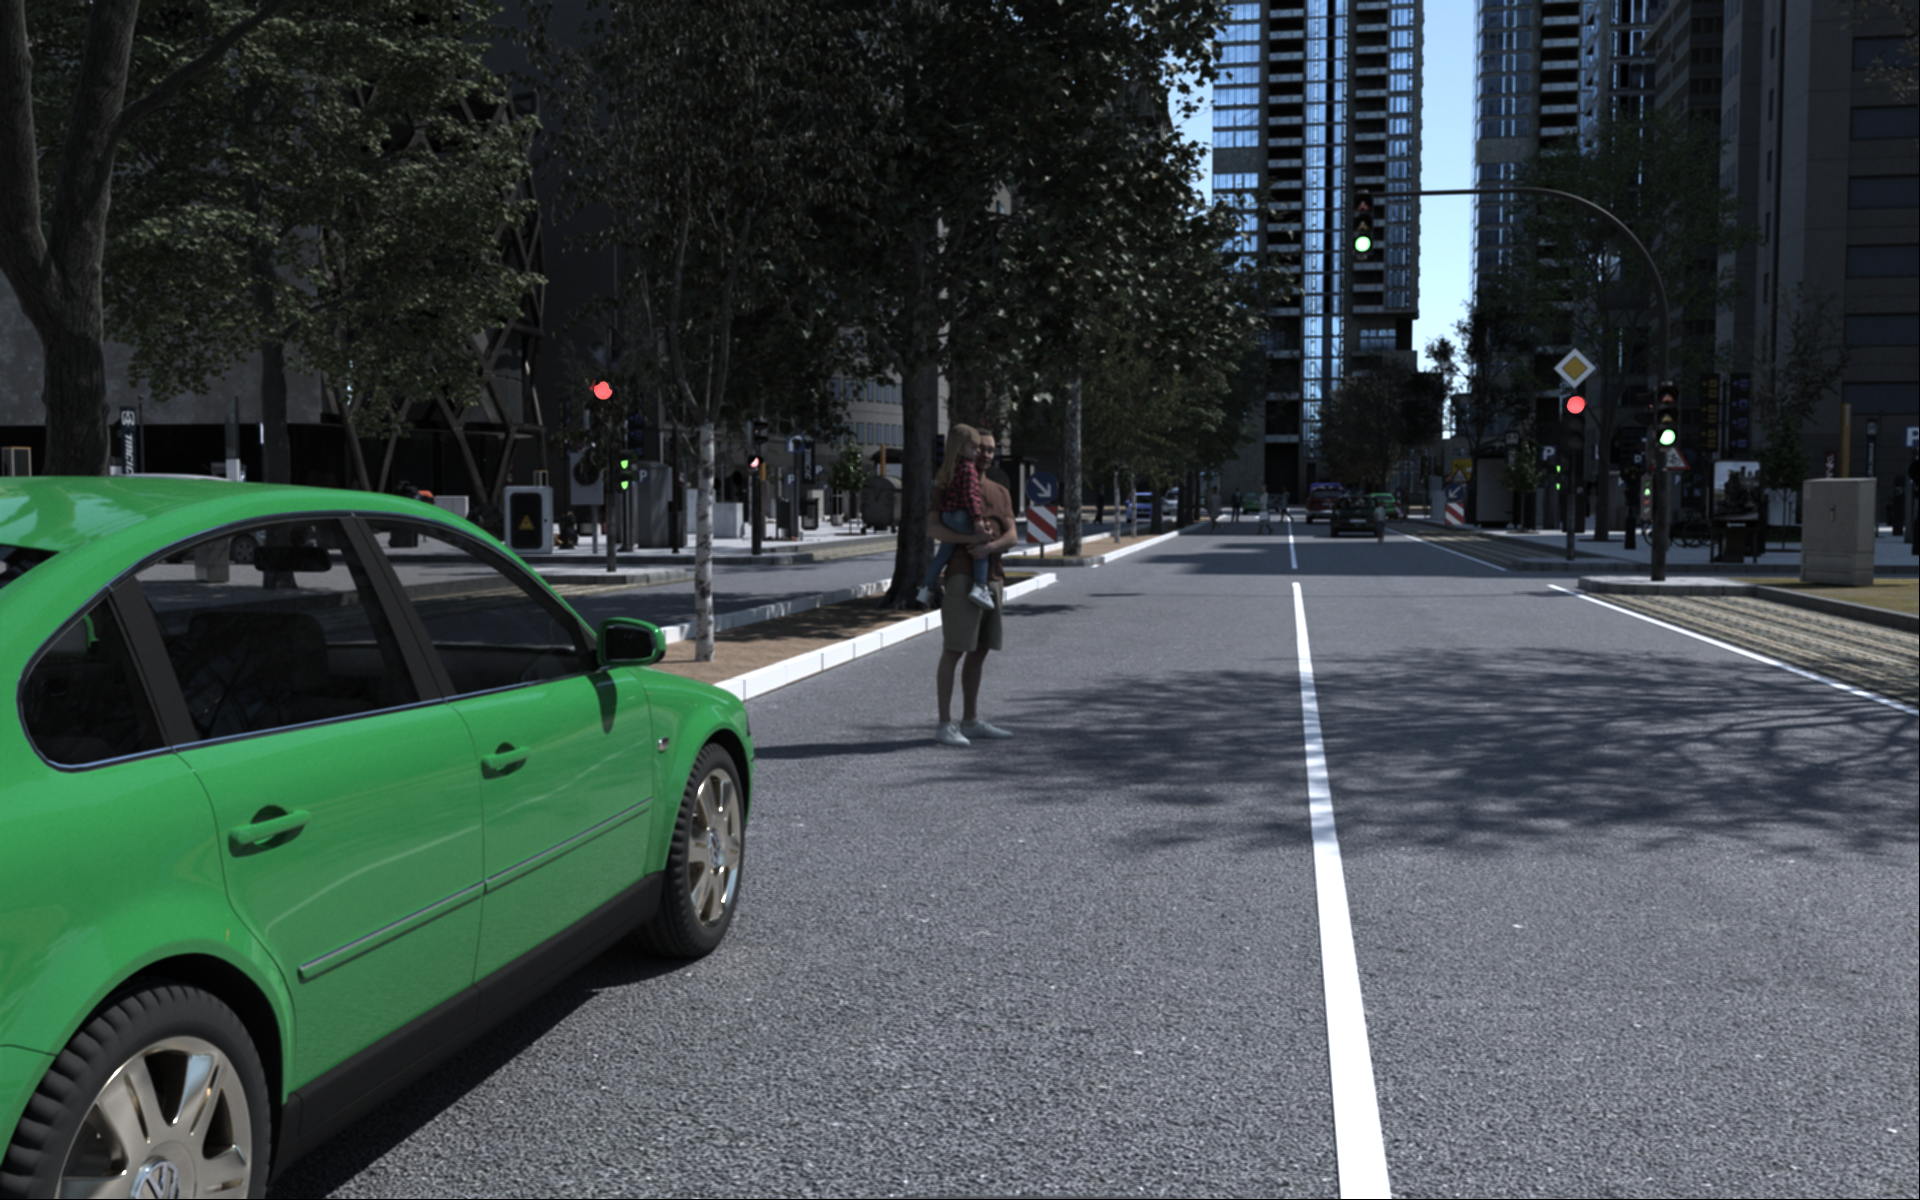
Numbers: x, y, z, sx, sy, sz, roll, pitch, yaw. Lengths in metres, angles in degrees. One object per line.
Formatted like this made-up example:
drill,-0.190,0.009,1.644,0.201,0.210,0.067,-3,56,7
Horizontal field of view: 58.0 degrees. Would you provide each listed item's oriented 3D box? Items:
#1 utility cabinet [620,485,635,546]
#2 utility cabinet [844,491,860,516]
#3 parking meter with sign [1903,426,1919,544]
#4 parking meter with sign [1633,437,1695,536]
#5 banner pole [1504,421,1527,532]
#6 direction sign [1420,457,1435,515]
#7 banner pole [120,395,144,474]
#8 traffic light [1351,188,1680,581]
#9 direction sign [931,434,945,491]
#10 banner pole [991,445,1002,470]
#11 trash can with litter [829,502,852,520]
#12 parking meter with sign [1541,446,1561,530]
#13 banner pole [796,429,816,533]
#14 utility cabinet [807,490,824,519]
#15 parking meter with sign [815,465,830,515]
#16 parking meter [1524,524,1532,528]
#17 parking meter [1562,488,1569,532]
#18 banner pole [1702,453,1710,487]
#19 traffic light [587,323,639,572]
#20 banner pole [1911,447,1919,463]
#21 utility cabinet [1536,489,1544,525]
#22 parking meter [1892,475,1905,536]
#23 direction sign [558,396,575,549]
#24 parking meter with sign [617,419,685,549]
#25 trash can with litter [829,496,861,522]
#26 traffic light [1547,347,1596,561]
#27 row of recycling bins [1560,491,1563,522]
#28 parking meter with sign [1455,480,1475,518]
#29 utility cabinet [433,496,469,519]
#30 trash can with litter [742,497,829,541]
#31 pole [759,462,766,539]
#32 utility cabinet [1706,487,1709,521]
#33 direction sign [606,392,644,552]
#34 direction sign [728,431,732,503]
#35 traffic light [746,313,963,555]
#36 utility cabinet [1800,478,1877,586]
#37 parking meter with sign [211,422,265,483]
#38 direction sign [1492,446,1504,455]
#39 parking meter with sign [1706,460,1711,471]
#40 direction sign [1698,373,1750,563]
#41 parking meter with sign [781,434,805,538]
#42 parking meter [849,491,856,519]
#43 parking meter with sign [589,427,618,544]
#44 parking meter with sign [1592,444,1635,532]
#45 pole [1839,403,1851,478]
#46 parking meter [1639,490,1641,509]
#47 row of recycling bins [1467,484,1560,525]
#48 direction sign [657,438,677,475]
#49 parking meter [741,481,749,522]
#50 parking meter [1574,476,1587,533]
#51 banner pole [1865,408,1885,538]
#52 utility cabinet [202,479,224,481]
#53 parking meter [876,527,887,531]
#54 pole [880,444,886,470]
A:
utility cabinet,-8.266,-2.099,42.990,0.318,1.500,1.173,-1,4,-13
utility cabinet,-6.104,-5.440,97.629,0.318,1.500,1.173,-3,4,-38
parking meter with sign,24.918,-2.985,45.070,0.543,3.016,1.738,2,4,35
parking meter with sign,21.491,-3.446,52.597,0.543,3.016,1.738,-2,4,-33
banner pole,19.109,-4.250,59.498,0.863,3.779,0.401,2,4,28
direction sign,28.557,-6.961,105.807,0.876,3.537,0.379,0,4,1
banner pole,-20.826,-3.285,43.720,0.401,3.779,0.863,2,4,24
traffic light,8.219,-3.124,25.742,4.771,5.953,1.251,1,4,11
direction sign,-0.998,-4.521,65.917,0.876,3.537,0.379,1,4,19
banner pole,1.474,-5.339,77.306,0.863,3.779,0.401,1,4,8
trash can with litter,-5.900,-4.535,85.529,1.055,1.170,0.624,-3,4,-37
parking meter with sign,21.629,-4.101,63.305,0.543,3.016,1.738,2,4,27
banner pole,-5.107,-4.069,56.552,0.863,3.779,0.401,1,4,16
utility cabinet,-7.514,-4.972,89.977,0.318,1.500,1.173,2,4,26
parking meter with sign,-8.251,-6.634,104.720,0.543,3.016,1.738,-2,4,-25
parking meter,21.490,-3.659,65.533,0.255,1.863,0.399,-1,4,-14
parking meter,20.362,-3.031,57.966,0.372,1.533,0.369,0,3,0
banner pole,33.546,-5.391,78.153,0.863,3.779,0.401,0,4,-2
traffic light,-5.742,-2.420,28.489,0.839,4.253,0.868,1,4,11
banner pole,37.198,-4.723,67.233,0.401,3.779,0.863,-1,4,-11
utility cabinet,23.448,-3.735,69.741,1.173,1.500,0.318,3,5,40
parking meter,28.810,-2.901,53.144,0.255,1.863,0.399,3,4,37
direction sign,-9.224,-2.967,40.507,0.379,3.537,0.876,-2,4,-31
parking meter with sign,-7.218,-2.726,40.831,0.543,3.016,1.738,2,4,30
trash can with litter,-5.691,-4.218,80.026,1.678,1.210,2.233,-3,4,-38
traffic light,11.770,-2.717,33.343,0.839,4.253,0.868,1,4,11
row of recycling bins,27.665,-4.481,80.383,1.069,1.692,3.534,0,4,-7
parking meter with sign,27.035,-5.868,92.196,1.738,3.016,0.543,-3,4,-37
utility cabinet,-15.684,-2.582,53.378,1.020,1.237,0.306,0,4,5
trash can with litter,-5.059,-2.243,47.738,2.233,1.210,1.678,3,5,42
pole,-5.671,-3.408,49.564,0.158,3.312,0.155,0,3,0
utility cabinet,23.735,-2.760,53.808,0.318,1.500,1.173,-1,4,-17
direction sign,-7.463,-2.843,38.481,0.876,3.537,0.379,-1,4,-13
direction sign,-8.050,-4.206,60.757,0.379,3.537,0.876,0,4,0
traffic light,-2.191,-3.750,35.984,4.771,5.953,1.251,1,4,11
utility cabinet,12.330,-0.959,24.357,0.318,1.500,1.173,-1,4,-9
parking meter with sign,-17.741,-2.799,42.030,1.738,3.016,0.543,0,4,-2
direction sign,25.259,-5.473,81.486,0.876,3.537,0.379,-2,4,-31
parking meter with sign,37.652,-5.675,89.042,0.543,3.016,1.738,-3,5,-42
direction sign,14.315,-2.478,32.510,0.876,3.537,0.379,1,4,10
parking meter with sign,-4.985,-3.347,50.976,0.543,3.016,1.738,-1,4,-15
parking meter,-5.474,-4.892,88.399,0.372,1.533,0.369,0,3,0
parking meter with sign,-8.690,-2.962,44.691,1.738,3.016,0.543,1,4,19
parking meter with sign,22.617,-3.890,59.858,0.543,3.016,1.738,-1,4,-17
pole,19.882,-2.759,38.953,0.158,3.312,0.155,0,3,0
parking meter,40.890,-5.831,103.750,0.372,1.533,0.369,0,3,0
row of recycling bins,23.238,-4.028,72.974,3.534,1.692,1.069,1,4,11
direction sign,-11.781,-4.756,69.759,0.876,3.537,0.379,1,4,20
parking meter,-9.765,-4.461,78.649,0.399,1.863,0.255,0,4,7
parking meter,20.297,-3.117,56.672,0.399,1.863,0.255,1,4,23
banner pole,26.640,-3.698,50.483,0.863,3.779,0.401,-2,4,-29
utility cabinet,-10.976,-1.023,25.398,0.318,1.500,1.173,-2,4,-32
parking meter,-2.751,-3.348,60.449,0.399,1.863,0.255,2,4,32
pole,-3.151,-4.714,70.919,0.158,3.312,0.155,0,3,0
